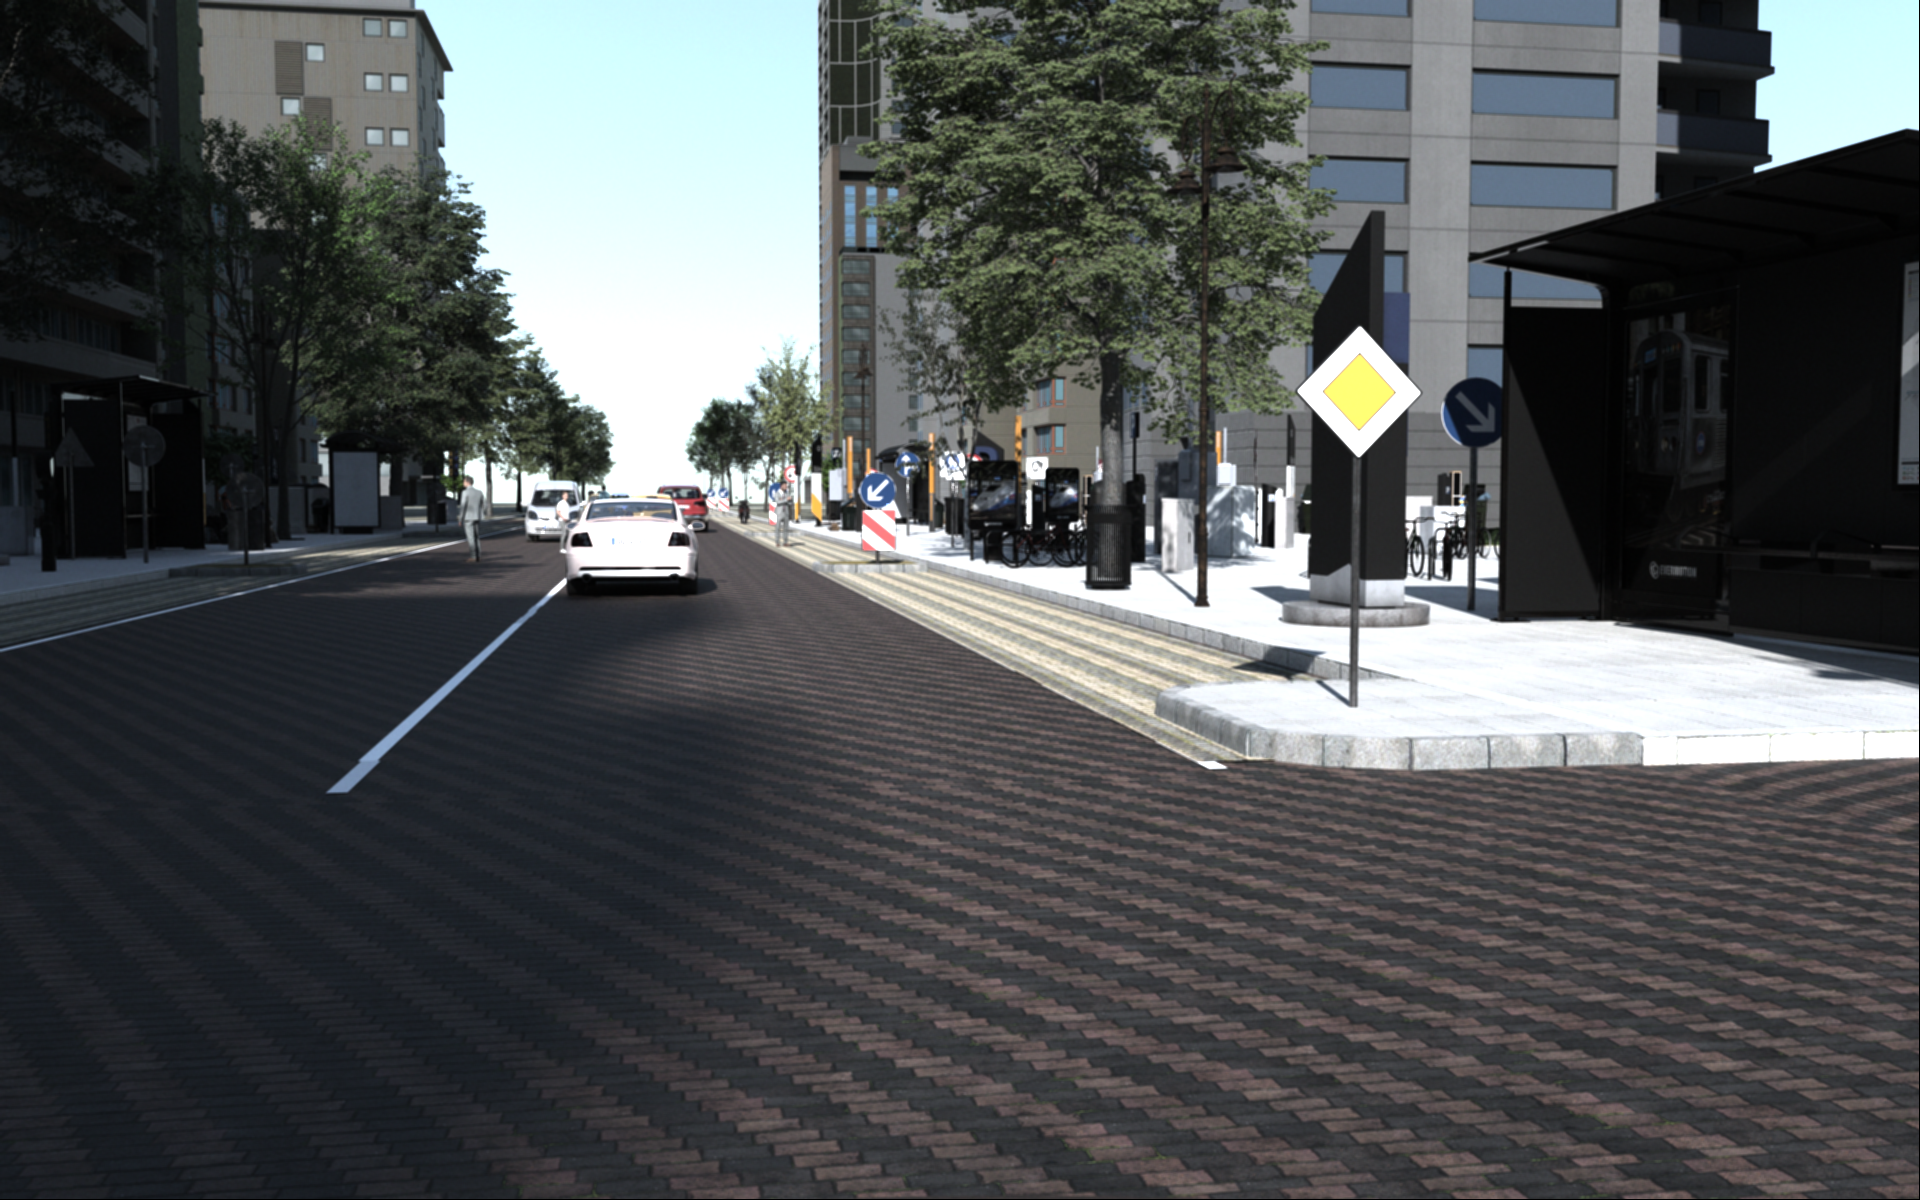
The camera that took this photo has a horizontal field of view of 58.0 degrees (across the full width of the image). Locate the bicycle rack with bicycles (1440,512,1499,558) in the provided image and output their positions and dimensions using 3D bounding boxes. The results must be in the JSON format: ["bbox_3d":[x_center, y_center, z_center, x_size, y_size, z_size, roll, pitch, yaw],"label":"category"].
[{"bbox_3d":[10.410,-1.266,34.083,2.925,0.926,2.852,-3,5,-42],"label":"bicycle rack with bicycles"}]

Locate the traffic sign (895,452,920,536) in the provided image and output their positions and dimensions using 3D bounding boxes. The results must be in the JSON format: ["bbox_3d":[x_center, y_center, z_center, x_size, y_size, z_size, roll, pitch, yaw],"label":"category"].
[{"bbox_3d":[-1.584,-3.219,52.738,0.768,2.556,0.104,0,4,-4],"label":"traffic sign"}]

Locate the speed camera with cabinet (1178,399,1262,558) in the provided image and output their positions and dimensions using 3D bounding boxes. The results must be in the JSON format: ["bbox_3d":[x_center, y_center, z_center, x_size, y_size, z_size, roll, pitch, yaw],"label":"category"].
[{"bbox_3d":[5.252,-2.518,35.502,0.660,3.252,2.038,-2,4,-25],"label":"speed camera with cabinet"}]

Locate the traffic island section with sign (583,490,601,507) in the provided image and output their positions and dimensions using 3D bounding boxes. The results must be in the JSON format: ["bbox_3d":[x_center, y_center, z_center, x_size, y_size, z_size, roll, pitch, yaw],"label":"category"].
[{"bbox_3d":[-40.071,-10.998,188.445,1.989,1.847,2.006,-1,4,-10],"label":"traffic island section with sign"}]

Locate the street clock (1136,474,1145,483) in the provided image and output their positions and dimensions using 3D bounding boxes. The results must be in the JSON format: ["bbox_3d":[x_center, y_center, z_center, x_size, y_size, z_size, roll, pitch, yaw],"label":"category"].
[{"bbox_3d":[6.361,-3.482,61.500,0.358,2.002,0.471,-1,4,-22],"label":"street clock"}]

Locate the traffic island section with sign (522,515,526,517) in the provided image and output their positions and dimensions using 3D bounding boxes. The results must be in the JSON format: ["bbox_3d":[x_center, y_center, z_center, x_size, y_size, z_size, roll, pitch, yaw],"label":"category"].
[{"bbox_3d":[-25.926,-6.007,106.840,1.989,1.847,2.006,-1,4,-10],"label":"traffic island section with sign"}]

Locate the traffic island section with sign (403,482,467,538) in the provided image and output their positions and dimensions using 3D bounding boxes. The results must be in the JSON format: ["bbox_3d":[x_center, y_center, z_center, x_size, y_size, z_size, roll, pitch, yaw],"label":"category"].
[{"bbox_3d":[-17.402,-2.998,57.642,1.989,1.847,2.006,-1,4,-10],"label":"traffic island section with sign"}]

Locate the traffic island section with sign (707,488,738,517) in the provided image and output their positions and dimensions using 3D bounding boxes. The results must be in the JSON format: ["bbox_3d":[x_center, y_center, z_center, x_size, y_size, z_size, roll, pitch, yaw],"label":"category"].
[{"bbox_3d":[-14.960,-6.119,108.673,1.989,1.847,2.006,-1,4,-10],"label":"traffic island section with sign"}]

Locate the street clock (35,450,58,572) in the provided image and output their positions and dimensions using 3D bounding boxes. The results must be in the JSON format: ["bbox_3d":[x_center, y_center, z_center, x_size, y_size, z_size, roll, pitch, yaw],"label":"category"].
[{"bbox_3d":[-15.130,-1.476,28.705,0.358,2.002,0.471,-1,4,-17],"label":"street clock"}]

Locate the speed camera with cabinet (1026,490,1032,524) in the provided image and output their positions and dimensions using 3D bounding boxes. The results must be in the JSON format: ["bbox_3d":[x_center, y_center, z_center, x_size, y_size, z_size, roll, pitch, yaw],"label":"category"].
[{"bbox_3d":[2.309,-4.976,75.685,2.038,3.252,0.660,2,4,27],"label":"speed camera with cabinet"}]

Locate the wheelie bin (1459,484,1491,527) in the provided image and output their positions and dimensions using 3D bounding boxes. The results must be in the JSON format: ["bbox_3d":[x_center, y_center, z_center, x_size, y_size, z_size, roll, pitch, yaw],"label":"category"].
[{"bbox_3d":[16.199,-2.844,54.405,0.980,1.594,0.693,0,3,0],"label":"wheelie bin"}]

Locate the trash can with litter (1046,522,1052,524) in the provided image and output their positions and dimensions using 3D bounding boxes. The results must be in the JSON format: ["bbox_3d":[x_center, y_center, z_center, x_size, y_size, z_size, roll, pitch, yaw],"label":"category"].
[{"bbox_3d":[3.868,-3.798,73.487,0.624,1.170,1.055,-1,4,-14],"label":"trash can with litter"}]

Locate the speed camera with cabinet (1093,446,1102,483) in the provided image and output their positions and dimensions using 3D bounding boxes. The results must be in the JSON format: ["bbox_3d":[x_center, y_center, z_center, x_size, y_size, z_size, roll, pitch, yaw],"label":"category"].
[{"bbox_3d":[6.003,-4.698,71.148,0.660,3.252,2.038,-1,4,-11],"label":"speed camera with cabinet"}]

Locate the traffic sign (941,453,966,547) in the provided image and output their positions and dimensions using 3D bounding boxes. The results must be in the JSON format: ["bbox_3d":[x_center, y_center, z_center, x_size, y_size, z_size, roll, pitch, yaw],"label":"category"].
[{"bbox_3d":[-0.178,-2.433,41.914,0.606,2.300,0.079,0,4,-3],"label":"traffic sign"}]

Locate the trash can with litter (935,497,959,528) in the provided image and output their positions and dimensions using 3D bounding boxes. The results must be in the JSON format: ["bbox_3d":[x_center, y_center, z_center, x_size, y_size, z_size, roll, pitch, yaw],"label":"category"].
[{"bbox_3d":[-0.612,-3.278,64.986,1.055,1.170,0.624,0,4,2],"label":"trash can with litter"}]

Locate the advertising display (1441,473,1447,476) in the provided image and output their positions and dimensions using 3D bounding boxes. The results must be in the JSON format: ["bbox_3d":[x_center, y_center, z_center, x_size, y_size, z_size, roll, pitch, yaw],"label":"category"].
[{"bbox_3d":[14.968,-2.961,53.632,0.123,1.923,0.974,1,4,12],"label":"advertising display"}]

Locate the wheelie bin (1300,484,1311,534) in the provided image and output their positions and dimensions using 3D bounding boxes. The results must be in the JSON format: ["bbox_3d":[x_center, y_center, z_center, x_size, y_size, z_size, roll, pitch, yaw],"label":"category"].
[{"bbox_3d":[11.402,-2.925,55.734,0.980,1.594,0.693,3,4,37],"label":"wheelie bin"}]

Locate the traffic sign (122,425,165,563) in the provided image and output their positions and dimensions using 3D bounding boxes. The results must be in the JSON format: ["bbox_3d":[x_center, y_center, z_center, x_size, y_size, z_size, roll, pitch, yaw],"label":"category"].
[{"bbox_3d":[-15.121,-1.957,32.102,0.768,2.556,0.104,0,4,-4],"label":"traffic sign"}]

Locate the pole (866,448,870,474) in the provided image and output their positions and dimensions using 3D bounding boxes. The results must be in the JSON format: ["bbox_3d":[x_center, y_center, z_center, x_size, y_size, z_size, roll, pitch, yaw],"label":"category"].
[{"bbox_3d":[-4.083,-5.098,77.203,0.158,3.312,0.155,0,3,0],"label":"pole"}]

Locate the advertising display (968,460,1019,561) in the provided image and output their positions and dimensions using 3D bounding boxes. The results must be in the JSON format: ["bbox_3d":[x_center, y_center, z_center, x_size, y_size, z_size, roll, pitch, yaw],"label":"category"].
[{"bbox_3d":[0.642,-1.716,33.277,0.974,1.923,0.123,1,4,16],"label":"advertising display"}]

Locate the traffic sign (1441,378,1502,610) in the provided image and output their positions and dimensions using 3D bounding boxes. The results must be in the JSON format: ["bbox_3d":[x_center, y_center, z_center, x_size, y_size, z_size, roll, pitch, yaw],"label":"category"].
[{"bbox_3d":[5.645,-1.159,19.051,0.768,2.556,0.104,0,4,-2],"label":"traffic sign"}]

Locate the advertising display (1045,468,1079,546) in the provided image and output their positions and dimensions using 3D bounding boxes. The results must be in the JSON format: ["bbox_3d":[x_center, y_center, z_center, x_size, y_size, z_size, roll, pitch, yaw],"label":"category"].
[{"bbox_3d":[2.506,-2.281,42.515,0.974,1.923,0.123,-2,4,-34],"label":"advertising display"}]

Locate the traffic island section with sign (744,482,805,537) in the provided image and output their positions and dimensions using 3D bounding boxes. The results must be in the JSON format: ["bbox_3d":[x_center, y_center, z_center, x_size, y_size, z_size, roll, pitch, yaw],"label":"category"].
[{"bbox_3d":[-6.358,-3.084,59.057,1.989,1.847,2.006,-1,4,-10],"label":"traffic island section with sign"}]

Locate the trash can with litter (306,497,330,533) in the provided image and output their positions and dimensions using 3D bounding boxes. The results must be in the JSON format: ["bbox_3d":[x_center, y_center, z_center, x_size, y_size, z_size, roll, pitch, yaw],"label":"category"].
[{"bbox_3d":[-21.082,-2.788,56.973,0.624,1.170,1.055,0,4,4],"label":"trash can with litter"}]

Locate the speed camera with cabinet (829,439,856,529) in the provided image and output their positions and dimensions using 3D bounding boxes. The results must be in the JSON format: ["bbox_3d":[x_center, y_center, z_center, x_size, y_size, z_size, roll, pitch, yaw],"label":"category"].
[{"bbox_3d":[-4.045,-4.209,63.159,0.660,3.252,2.038,2,4,25],"label":"speed camera with cabinet"}]

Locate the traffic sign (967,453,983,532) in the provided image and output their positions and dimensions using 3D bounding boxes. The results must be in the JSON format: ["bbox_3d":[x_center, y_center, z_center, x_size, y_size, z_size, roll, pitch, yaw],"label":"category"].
[{"bbox_3d":[0.352,-3.303,54.106,0.768,2.556,0.104,0,4,-7],"label":"traffic sign"}]

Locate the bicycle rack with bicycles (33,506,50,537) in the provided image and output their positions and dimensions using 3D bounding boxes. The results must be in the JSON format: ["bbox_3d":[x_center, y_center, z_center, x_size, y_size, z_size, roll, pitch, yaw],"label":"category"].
[{"bbox_3d":[-27.782,-2.262,50.361,2.852,0.926,2.925,-2,4,-25],"label":"bicycle rack with bicycles"}]

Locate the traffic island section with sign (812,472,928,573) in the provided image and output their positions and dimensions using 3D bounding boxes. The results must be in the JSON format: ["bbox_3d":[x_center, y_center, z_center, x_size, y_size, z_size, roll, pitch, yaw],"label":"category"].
[{"bbox_3d":[-1.727,-1.446,32.278,1.989,1.847,2.006,-1,4,-10],"label":"traffic island section with sign"}]

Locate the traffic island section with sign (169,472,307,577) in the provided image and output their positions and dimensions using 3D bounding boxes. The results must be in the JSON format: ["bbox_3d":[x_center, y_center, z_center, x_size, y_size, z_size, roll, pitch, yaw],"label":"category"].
[{"bbox_3d":[-12.748,-1.353,30.756,1.989,1.847,2.006,-1,4,-10],"label":"traffic island section with sign"}]

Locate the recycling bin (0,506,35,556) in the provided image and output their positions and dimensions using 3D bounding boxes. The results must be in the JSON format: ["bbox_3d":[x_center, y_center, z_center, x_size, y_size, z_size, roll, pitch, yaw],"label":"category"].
[{"bbox_3d":[-19.806,-1.444,36.166,0.722,1.027,0.722,-1,4,-17],"label":"recycling bin"}]

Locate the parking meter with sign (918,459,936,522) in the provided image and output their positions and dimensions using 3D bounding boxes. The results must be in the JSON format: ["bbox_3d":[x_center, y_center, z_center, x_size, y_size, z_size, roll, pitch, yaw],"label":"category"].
[{"bbox_3d":[-1.555,-5.074,79.226,0.543,3.016,1.738,1,4,11],"label":"parking meter with sign"}]

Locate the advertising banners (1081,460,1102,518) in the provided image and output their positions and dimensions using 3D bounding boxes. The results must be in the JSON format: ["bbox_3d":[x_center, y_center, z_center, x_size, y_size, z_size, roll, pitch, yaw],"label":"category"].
[{"bbox_3d":[6.326,-5.562,87.123,2.074,3.025,0.090,1,4,12],"label":"advertising banners"}]

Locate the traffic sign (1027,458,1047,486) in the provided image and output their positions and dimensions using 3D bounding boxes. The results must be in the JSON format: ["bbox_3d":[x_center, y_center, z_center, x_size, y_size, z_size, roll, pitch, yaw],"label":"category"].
[{"bbox_3d":[2.162,-2.849,48.710,0.606,2.300,0.079,-1,4,-10],"label":"traffic sign"}]

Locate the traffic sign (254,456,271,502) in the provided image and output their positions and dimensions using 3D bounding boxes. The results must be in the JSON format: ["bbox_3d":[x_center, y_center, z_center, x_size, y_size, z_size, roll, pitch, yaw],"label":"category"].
[{"bbox_3d":[-23.370,-3.558,58.283,0.768,2.556,0.104,0,4,-3],"label":"traffic sign"}]

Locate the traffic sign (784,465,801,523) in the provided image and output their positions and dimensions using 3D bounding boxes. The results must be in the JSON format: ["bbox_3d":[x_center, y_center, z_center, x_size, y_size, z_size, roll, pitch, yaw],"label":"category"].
[{"bbox_3d":[-7.415,-4.691,76.800,0.768,2.556,0.104,0,4,-1],"label":"traffic sign"}]

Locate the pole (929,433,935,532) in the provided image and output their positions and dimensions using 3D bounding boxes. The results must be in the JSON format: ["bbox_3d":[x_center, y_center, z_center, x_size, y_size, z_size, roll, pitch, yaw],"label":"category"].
[{"bbox_3d":[-0.936,-3.932,58.136,0.158,3.312,0.155,0,3,0],"label":"pole"}]

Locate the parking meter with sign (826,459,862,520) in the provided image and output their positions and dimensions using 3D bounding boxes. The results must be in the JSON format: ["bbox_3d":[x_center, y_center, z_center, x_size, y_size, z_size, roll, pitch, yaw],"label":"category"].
[{"bbox_3d":[-5.735,-5.456,85.468,1.738,3.016,0.543,0,4,1],"label":"parking meter with sign"}]

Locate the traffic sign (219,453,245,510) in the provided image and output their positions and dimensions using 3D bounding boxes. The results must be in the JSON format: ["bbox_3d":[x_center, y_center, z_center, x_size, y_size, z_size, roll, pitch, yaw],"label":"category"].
[{"bbox_3d":[-22.794,-3.312,54.253,0.768,2.556,0.104,0,4,-5],"label":"traffic sign"}]

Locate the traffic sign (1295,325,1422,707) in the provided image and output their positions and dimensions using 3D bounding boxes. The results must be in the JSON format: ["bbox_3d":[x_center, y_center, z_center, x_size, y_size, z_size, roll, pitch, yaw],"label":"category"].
[{"bbox_3d":[2.367,-0.411,10.370,0.795,2.450,0.064,-1,4,-10],"label":"traffic sign"}]

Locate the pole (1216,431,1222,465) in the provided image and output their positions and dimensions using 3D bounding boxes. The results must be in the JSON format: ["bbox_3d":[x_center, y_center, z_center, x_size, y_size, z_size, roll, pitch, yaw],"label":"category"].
[{"bbox_3d":[8.409,-3.823,56.349,0.158,3.312,0.155,0,3,0],"label":"pole"}]

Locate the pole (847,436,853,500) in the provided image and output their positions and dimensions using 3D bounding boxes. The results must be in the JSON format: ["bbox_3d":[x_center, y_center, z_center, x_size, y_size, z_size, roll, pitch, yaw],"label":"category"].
[{"bbox_3d":[-3.901,-4.125,61.292,0.158,3.312,0.155,0,3,0],"label":"pole"}]

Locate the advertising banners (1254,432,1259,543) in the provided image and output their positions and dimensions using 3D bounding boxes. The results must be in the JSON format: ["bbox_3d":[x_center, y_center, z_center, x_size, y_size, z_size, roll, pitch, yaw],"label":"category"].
[{"bbox_3d":[7.838,-3.034,45.786,0.090,3.025,2.074,0,4,8],"label":"advertising banners"}]

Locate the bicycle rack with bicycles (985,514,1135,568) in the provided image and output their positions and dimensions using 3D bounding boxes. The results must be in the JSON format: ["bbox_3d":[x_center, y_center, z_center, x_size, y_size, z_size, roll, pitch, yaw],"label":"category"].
[{"bbox_3d":[1.778,-1.093,31.257,2.925,0.926,2.852,-1,4,-15],"label":"bicycle rack with bicycles"}]

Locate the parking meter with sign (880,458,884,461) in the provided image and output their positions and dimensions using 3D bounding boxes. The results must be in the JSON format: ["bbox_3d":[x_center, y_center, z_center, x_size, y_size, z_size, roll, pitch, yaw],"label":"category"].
[{"bbox_3d":[-3.425,-5.225,81.682,0.543,3.016,1.738,-1,4,-9],"label":"parking meter with sign"}]

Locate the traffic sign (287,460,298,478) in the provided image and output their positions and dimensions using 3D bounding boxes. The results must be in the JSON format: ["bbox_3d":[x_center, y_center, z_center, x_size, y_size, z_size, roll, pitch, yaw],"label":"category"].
[{"bbox_3d":[-22.976,-3.606,58.966,0.884,2.594,0.081,-1,4,-8],"label":"traffic sign"}]

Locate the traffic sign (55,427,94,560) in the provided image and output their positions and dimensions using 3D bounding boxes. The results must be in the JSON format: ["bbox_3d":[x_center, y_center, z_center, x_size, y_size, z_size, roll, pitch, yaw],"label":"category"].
[{"bbox_3d":[-17.213,-2.052,33.547,0.884,2.594,0.081,0,4,0],"label":"traffic sign"}]

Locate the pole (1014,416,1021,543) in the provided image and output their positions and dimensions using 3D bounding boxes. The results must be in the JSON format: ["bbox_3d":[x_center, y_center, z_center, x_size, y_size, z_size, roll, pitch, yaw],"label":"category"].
[{"bbox_3d":[1.505,-3.135,45.104,0.158,3.312,0.155,0,3,0],"label":"pole"}]

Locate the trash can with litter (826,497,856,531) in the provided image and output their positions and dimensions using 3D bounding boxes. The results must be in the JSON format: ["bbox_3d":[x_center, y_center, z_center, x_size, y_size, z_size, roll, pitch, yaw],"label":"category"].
[{"bbox_3d":[-4.090,-2.998,60.397,1.055,1.170,0.624,-2,4,-23],"label":"trash can with litter"}]

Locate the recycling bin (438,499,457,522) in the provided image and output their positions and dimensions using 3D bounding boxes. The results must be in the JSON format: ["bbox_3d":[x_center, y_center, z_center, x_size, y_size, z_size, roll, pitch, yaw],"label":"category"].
[{"bbox_3d":[-23.954,-4.175,80.815,0.722,1.027,0.722,1,4,18],"label":"recycling bin"}]

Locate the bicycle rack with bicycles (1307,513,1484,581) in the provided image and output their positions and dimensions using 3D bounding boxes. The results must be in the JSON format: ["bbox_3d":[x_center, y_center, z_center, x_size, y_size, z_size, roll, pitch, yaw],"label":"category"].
[{"bbox_3d":[6.577,-0.830,26.954,2.852,0.926,2.925,1,4,18],"label":"bicycle rack with bicycles"}]

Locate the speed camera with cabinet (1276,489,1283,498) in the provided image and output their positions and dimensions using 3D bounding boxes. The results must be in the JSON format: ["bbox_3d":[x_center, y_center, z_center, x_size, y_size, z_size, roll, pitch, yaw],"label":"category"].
[{"bbox_3d":[8.612,-3.516,51.816,2.038,3.252,0.660,0,4,8],"label":"speed camera with cabinet"}]

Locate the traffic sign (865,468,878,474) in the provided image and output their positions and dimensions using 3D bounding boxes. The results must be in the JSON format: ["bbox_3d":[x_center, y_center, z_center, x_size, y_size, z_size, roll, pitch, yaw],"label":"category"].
[{"bbox_3d":[-4.380,-5.250,85.943,0.768,2.556,0.104,-1,4,-10],"label":"traffic sign"}]

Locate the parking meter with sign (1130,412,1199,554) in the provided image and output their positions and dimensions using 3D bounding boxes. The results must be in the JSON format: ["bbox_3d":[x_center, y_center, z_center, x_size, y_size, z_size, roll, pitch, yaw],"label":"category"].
[{"bbox_3d":[4.538,-2.492,37.002,1.738,3.016,0.543,0,4,-6],"label":"parking meter with sign"}]
